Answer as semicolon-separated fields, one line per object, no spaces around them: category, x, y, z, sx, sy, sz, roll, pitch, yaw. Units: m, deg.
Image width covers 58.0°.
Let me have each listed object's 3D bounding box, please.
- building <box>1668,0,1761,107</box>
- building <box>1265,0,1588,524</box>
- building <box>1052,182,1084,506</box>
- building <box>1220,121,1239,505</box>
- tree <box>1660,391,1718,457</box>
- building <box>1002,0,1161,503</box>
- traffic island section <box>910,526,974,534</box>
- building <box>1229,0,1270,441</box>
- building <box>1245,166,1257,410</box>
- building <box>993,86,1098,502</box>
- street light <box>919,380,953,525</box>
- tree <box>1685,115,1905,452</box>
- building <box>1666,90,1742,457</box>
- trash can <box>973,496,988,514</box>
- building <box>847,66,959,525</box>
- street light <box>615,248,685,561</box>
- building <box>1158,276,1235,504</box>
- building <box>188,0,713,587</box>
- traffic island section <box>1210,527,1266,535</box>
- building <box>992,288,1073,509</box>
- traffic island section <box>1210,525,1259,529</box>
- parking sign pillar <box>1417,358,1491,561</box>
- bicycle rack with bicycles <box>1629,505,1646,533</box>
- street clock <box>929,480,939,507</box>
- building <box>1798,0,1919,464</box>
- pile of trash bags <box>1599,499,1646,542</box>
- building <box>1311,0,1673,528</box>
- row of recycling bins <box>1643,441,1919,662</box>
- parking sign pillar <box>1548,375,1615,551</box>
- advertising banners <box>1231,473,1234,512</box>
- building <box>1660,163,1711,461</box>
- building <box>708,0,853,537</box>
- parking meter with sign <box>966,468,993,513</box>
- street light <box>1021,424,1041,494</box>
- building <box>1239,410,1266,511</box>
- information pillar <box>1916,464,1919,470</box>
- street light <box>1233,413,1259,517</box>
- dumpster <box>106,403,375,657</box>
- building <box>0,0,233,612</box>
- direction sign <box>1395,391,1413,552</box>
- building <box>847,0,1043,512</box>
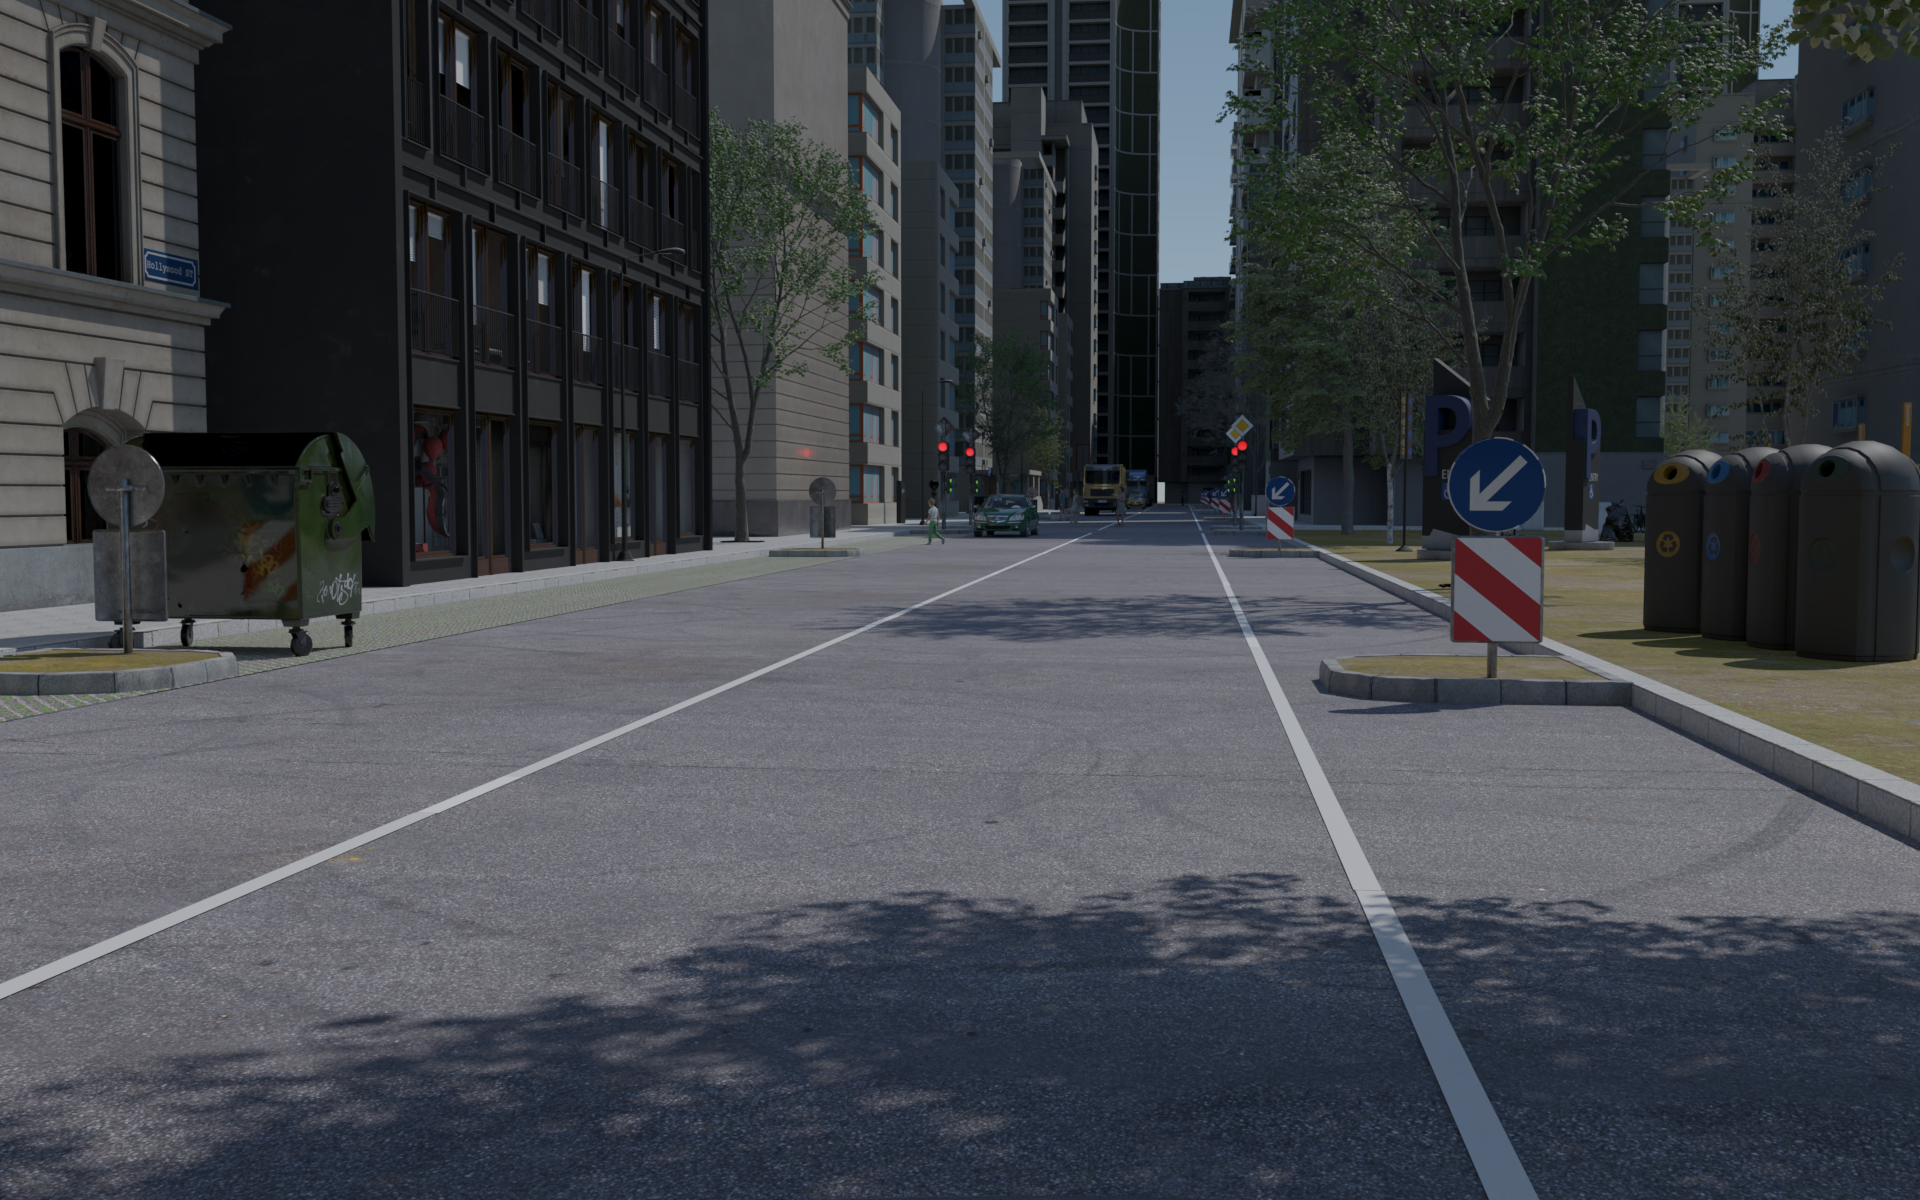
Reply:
building;93.157;-48.289;227.771;20.611;71.187;20.563;0;4;7
building;22.782;-19.375;88.489;14.160;30.474;14.107;0;4;7
building;-2.802;-30.316;187.549;32.217;40.220;23.993;0;4;7
building;42.710;-35.603;201.716;23.786;49.044;30.456;0;4;7
tree;51.129;-10.544;122.757;4.737;8.622;4.395;0;3;0
building;16.808;-48.839;236.765;20.611;71.187;20.563;0;4;7
traffic island section;-0.605;-2.478;62.801;2.009;0.180;2.903;0;4;7
building;41.387;-35.662;172.314;28.713;52.752;27.495;0;4;7
building;32.329;-23.335;153.227;14.160;30.474;14.107;0;4;7
building;5.709;-35.931;211.168;21.600;48.544;21.300;0;4;7
street light;-0.989;-6.001;70.658;1.470;5.913;1.316;0;4;7
tree;16.696;-5.156;34.671;4.360;8.622;3.978;0;3;0
building;92.493;-35.237;199.825;21.600;48.544;21.300;0;4;7
trash can;1.195;-5.865;107.542;0.748;1.137;0.748;0;3;0
building;-15.628;-14.760;86.368;27.650;21.520;28.899;0;4;7
street light;-5.883;-3.692;32.900;1.470;5.913;1.316;0;4;7
building;33.697;-28.230;233.259;14.107;30.474;14.160;0;4;7
building;-12.742;-12.357;31.712;12.332;23.373;15.834;0;4;7
traffic island section;9.997;-2.394;61.428;2.009;0.180;2.903;0;4;7
building;-4.237;-19.367;161.689;27.650;21.520;28.899;0;4;7
traffic island section;11.023;-2.879;69.348;2.009;0.180;2.903;0;4;7
parking sign pillar;9.713;-2.778;33.899;1.447;3.967;1.447;-2;4;-35
bicycle rack with bicycles;23.099;-2.671;57.061;2.925;0.926;2.852;-2;4;-35
street clock;-1.314;-5.058;87.276;0.471;2.002;0.358;-1;4;-23
building;46.712;-27.313;70.266;21.600;48.544;21.300;0;4;7
pile of trash bags;18.792;-2.229;46.189;3.447;1.369;1.912;3;5;39
building;20.943;-18.436;73.133;14.107;30.474;14.160;0;4;7
row of recycling bins;6.999;-0.476;14.903;1.069;1.692;3.534;0;4;-3
parking sign pillar;14.359;-3.146;39.914;1.447;3.967;1.447;3;4;35
advertising banners;19.800;-7.922;125.710;0.090;3.025;2.074;0;4;1
building;68.558;-30.954;197.980;23.993;40.220;32.217;0;4;7
building;-16.707;-15.962;58.245;25.104;27.353;12.463;0;4;7
parking meter with sign;1.253;-7.267;115.083;1.738;3.016;0.543;-1;4;-21
street light;4.626;-8.676;114.401;1.470;5.913;1.316;0;4;7
building;32.312;-49.668;124.740;22.319;86.520;31.000;0;4;7
information pillar;23.393;-2.330;42.585;0.304;2.012;0.304;3;4;36
street light;16.349;-7.717;98.710;1.470;5.913;1.316;0;4;7
dumpster;-6.528;-0.656;15.672;1.985;2.255;1.502;0;4;8
building;-17.137;-11.437;6.079;14.460;24.649;34.723;0;4;7
direction sign;9.927;-2.851;38.609;0.379;3.537;0.876;2;4;31
building;-10.458;-26.690;128.257;32.217;40.220;23.993;0;4;7
